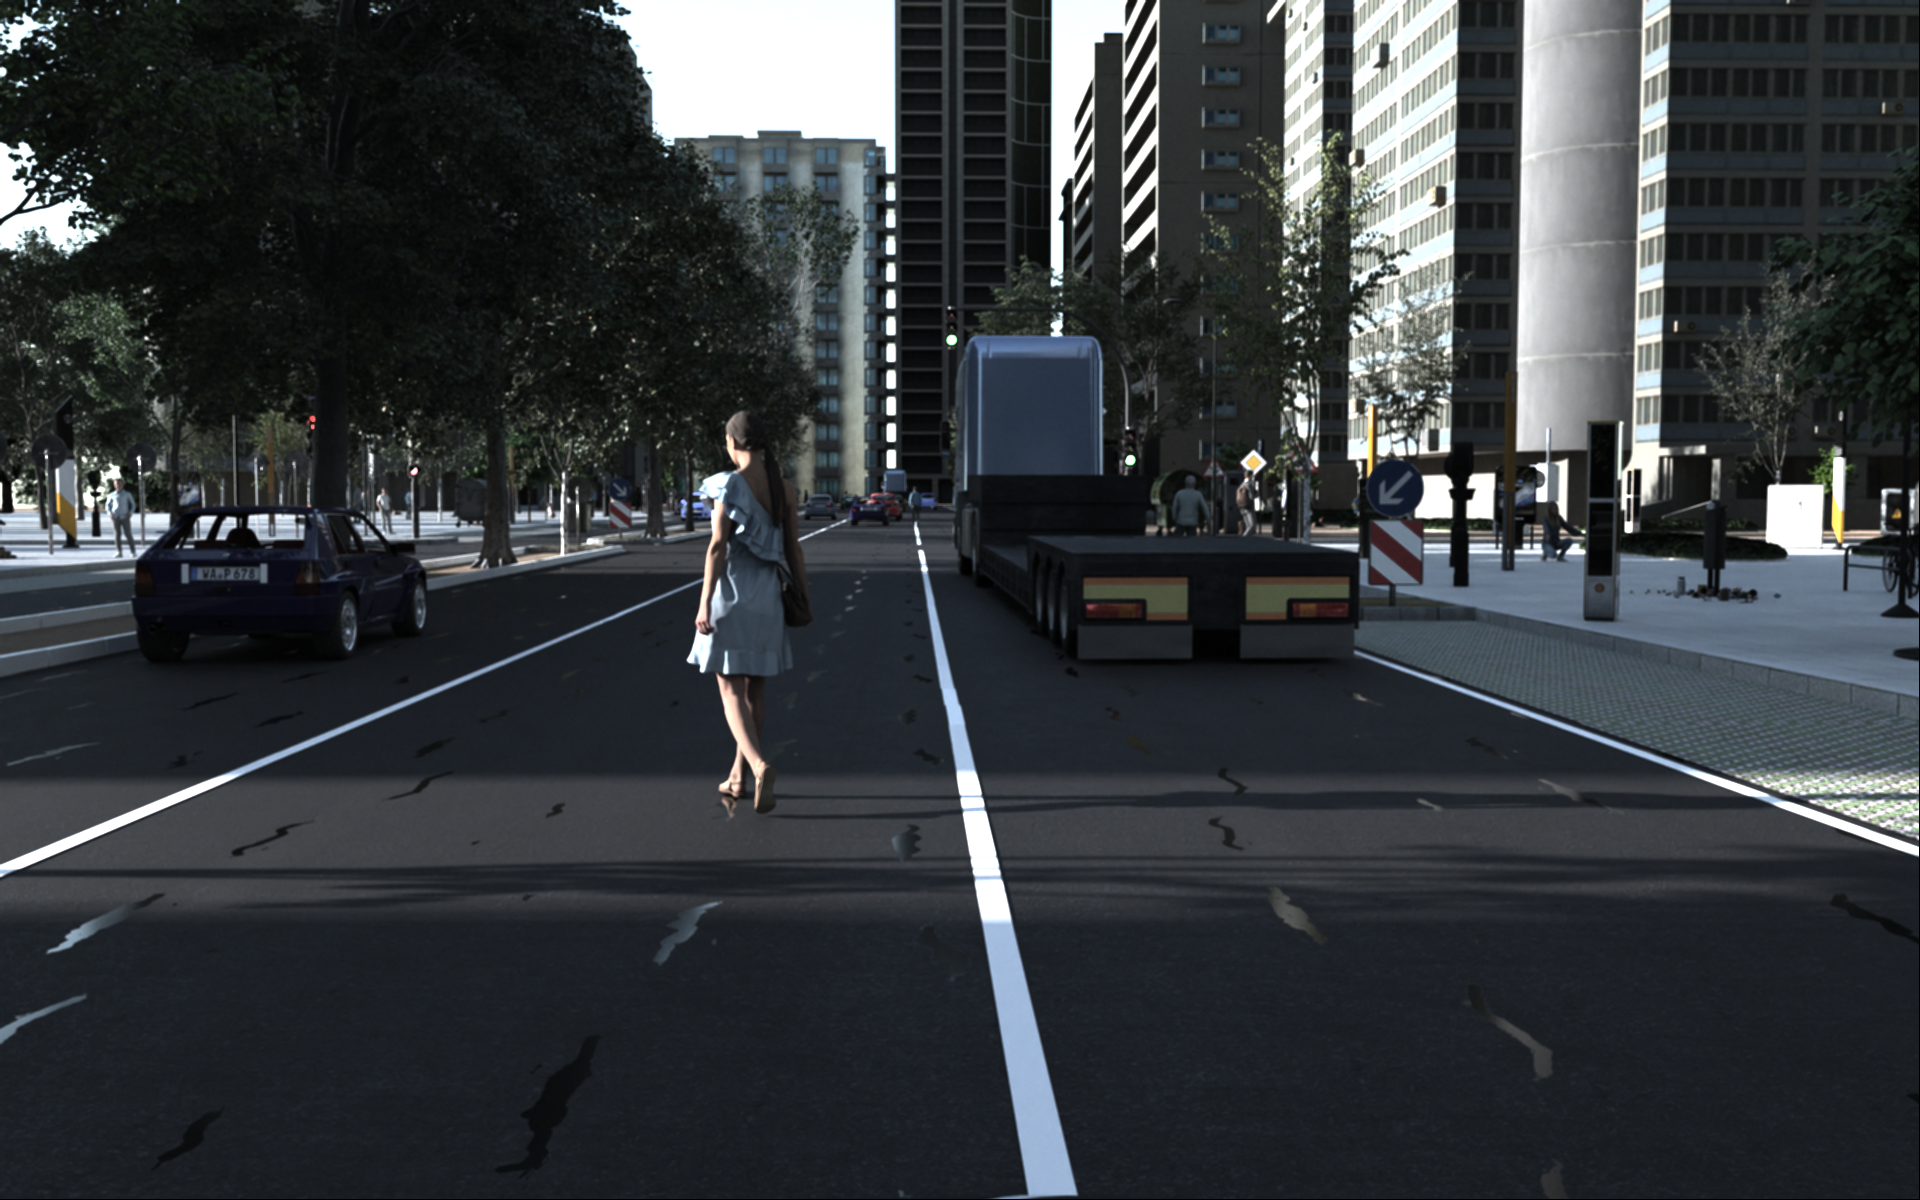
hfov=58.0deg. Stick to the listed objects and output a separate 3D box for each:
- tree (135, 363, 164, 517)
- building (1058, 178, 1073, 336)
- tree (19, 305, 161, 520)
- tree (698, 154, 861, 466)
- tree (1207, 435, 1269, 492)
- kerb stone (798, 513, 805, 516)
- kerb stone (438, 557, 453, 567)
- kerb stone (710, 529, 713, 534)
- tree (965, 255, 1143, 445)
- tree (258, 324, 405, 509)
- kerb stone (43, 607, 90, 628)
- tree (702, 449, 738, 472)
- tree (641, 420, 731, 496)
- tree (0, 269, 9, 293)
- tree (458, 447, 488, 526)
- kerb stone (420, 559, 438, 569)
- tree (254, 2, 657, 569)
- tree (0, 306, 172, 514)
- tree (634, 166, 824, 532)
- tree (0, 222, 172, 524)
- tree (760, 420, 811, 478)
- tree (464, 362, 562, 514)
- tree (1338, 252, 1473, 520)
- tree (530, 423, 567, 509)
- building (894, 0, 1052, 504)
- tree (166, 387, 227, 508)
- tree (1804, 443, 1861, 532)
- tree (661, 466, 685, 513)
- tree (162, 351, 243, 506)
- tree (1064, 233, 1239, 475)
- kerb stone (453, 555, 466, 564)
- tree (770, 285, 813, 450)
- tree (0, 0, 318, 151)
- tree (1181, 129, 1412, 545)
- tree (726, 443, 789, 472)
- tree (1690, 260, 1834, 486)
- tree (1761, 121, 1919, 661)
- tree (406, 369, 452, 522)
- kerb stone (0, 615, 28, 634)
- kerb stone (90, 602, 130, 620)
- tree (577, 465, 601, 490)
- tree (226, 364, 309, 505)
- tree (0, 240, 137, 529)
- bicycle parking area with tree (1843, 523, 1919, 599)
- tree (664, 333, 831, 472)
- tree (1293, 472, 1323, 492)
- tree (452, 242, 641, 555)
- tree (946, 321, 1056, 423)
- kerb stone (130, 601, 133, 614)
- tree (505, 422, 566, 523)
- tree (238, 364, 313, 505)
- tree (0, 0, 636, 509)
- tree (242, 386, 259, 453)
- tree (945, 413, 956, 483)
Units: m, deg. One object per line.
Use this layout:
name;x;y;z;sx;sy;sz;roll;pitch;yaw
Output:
tree;-44.564;-8.838;94.859;4.360;8.622;3.978;0;3;0
building;26.450;-35.309;231.927;28.867;44.769;22.147;0;4;-2
tree;-43.133;-10.212;85.100;7.486;12.596;7.792;0;3;0
tree;-12.260;-14.606;97.152;12.611;20.169;13.585;0;3;0
tree;15.431;-6.882;96.228;4.285;4.588;4.351;0;3;0
kerb stone;-10.568;-5.728;115.856;0.120;0.150;1.000;0;4;-2
kerb stone;-10.275;-0.734;34.239;0.120;0.150;1.000;0;4;-2
kerb stone;-8.985;-2.404;61.506;0.120;0.150;1.000;0;4;-2
tree;4.928;-11.420;93.377;9.857;13.997;8.962;0;3;0
tree;-26.148;-7.444;72.072;4.360;8.622;3.978;0;3;0
kerb stone;-9.817;0.203;18.884;0.120;0.150;1.000;0;4;-2
tree;-22.454;-13.025;163.318;4.360;8.622;3.978;0;3;0
tree;-21.460;-13.155;133.212;7.486;12.596;7.792;0;3;0
tree;-18.205;-4.834;29.399;4.360;8.622;3.978;0;3;0
tree;-19.326;-4.652;70.665;1.663;3.219;1.824;0;3;0
kerb stone;-10.248;-0.674;33.212;0.120;0.150;1.000;0;4;-2
tree;-8.972;-6.963;33.315;9.611;12.733;9.660;0;3;0
tree;-61.692;-13.208;117.766;18.604;14.587;13.155;-1;4;-15
tree;-10.134;-9.286;64.646;12.009;13.543;11.850;0;3;0
tree;-38.299;-9.552;73.180;9.611;12.733;9.660;0;3;0
tree;-11.287;-9.485;107.894;4.360;8.622;3.978;0;3;0
tree;-29.026;-10.945;113.364;8.767;10.594;7.601;-2;4;-28
tree;13.899;-6.311;53.543;4.360;8.622;3.978;0;3;0
tree;-24.775;-9.511;105.860;4.737;8.622;4.395;0;3;0
building;1.758;-48.374;229.164;20.611;71.187;20.563;0;4;-2
tree;-47.223;-9.633;107.865;4.737;8.622;4.395;0;3;0
tree;30.001;-3.958;59.322;1.663;3.219;1.824;0;3;0
tree;-19.892;-7.670;120.006;1.663;3.219;1.824;0;3;0
tree;-35.481;-8.126;83.226;4.360;8.622;3.978;0;3;0
tree;6.383;-7.867;63.037;7.601;10.594;8.767;-3;4;-36
kerb stone;-10.304;-0.797;35.266;0.120;0.150;1.000;0;4;-2
tree;-9.510;-8.216;53.794;9.611;12.733;9.660;0;3;0
tree;-8.670;-5.213;13.438;9.928;11.665;9.643;0;3;0
tree;6.708;-5.146;34.507;4.737;8.622;4.395;0;3;0
tree;-22.955;-17.338;190.125;9.857;13.997;8.962;0;3;0
tree;24.924;-6.275;52.961;4.360;8.622;3.978;0;3;0
tree;8.103;-1.807;13.252;4.285;4.588;4.351;0;3;0
tree;-24.269;-7.919;79.841;4.360;8.622;3.978;0;3;0
kerb stone;-9.797;0.267;17.857;0.120;0.150;1.000;0;4;-2
kerb stone;-9.862;0.140;19.916;0.120;0.150;1.000;0;4;-2
tree;-20.029;-5.910;91.230;1.663;3.219;1.824;0;3;0
tree;-38.659;-9.061;98.506;4.737;8.622;4.395;0;3;0
tree;-33.627;-7.845;62.678;7.601;10.594;8.767;0;4;-2
bicycle parking area with tree;15.100;-2.006;19.801;8.231;4.147;9.016;1;4;17
tree;-10.302;-8.909;82.538;8.767;10.594;7.601;0;4;-2
tree;20.344;-6.494;100.777;1.663;3.219;1.824;0;3;0
tree;-9.268;-5.363;40.506;4.360;8.622;3.978;0;3;0
tree;4.211;-12.688;117.817;12.009;13.543;11.850;0;3;0
kerb stone;-9.892;0.082;20.938;0.120;0.150;1.000;0;4;-2
tree;-19.382;-5.757;77.848;4.285;4.588;4.351;0;3;0
tree;-45.144;-11.175;117.122;7.601;10.594;8.767;0;4;2
tree;-8.682;-6.994;23.465;9.857;13.997;8.962;0;3;0
tree;-29.835;-7.923;79.911;4.360;8.622;3.978;0;3;0
tree;2.216;-16.801;192.819;7.486;12.596;7.792;0;3;0
